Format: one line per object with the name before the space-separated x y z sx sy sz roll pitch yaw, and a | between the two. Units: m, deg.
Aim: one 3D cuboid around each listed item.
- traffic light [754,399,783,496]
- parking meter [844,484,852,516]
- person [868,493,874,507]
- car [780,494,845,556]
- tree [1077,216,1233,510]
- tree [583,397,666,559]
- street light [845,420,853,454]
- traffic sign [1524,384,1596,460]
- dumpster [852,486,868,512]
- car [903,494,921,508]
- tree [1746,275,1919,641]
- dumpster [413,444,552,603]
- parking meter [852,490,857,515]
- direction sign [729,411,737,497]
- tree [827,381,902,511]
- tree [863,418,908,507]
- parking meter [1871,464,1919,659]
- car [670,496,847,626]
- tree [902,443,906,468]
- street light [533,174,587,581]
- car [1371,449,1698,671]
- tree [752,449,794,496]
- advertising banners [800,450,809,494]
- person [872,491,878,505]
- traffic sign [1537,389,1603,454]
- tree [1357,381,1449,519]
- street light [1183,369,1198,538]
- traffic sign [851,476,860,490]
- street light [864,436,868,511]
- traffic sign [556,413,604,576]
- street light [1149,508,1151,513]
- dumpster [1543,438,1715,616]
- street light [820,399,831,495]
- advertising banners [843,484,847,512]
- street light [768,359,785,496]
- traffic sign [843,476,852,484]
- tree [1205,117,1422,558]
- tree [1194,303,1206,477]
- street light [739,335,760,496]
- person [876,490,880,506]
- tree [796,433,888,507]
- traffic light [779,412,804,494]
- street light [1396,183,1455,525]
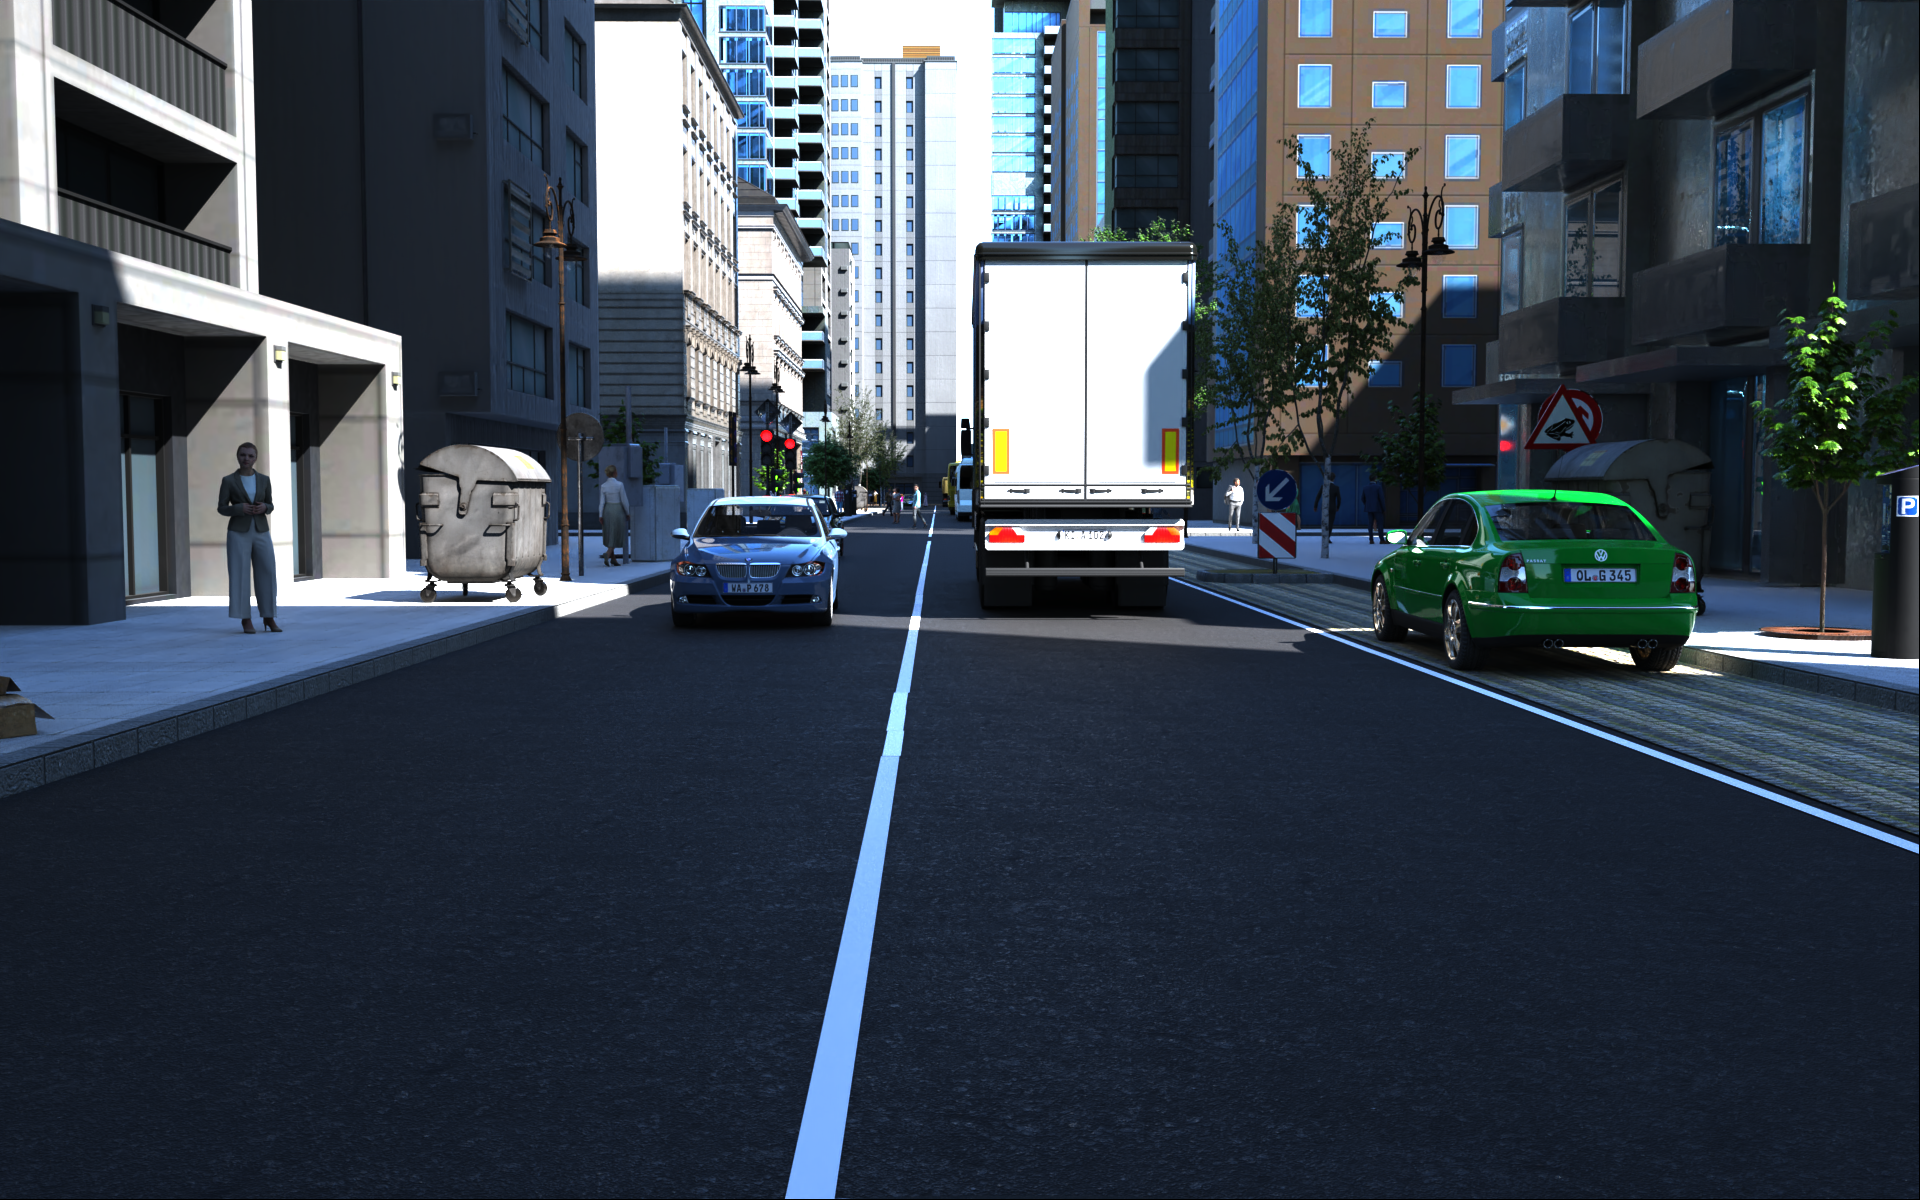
traffic light | -5.643 -3.799 51.030 0.839 4.253 0.868 0 4 -1
parking meter | -6.440 -5.749 99.709 0.399 1.863 0.255 3 4 36
person | -8.861 -9.968 172.213 0.799 1.438 0.628 2 4 26
car | -3.545 -1.777 38.835 2.009 1.686 4.222 0 4 -1
tree | 6.520 -8.583 66.088 9.928 11.665 9.643 0 3 0
tree | -6.861 -2.458 34.785 1.663 3.219 1.824 0 3 0
street light | -6.923 -8.321 108.832 0.468 5.910 1.993 0 4 -1
traffic sign | 7.133 -1.260 20.611 0.884 2.594 0.081 0 4 1
dumpster | -7.169 -7.119 122.148 1.264 1.857 1.865 0 4 -1
car | -5.027 -9.953 174.534 2.131 1.459 4.920 0 4 0
tree | 7.658 -1.276 15.472 1.663 3.219 1.824 0 3 0
dumpster | -5.787 -0.936 21.069 1.264 1.857 1.865 0 4 -1
parking meter | -6.518 -5.972 106.058 0.372 1.533 0.369 0 3 0
direction sign | -6.268 -3.415 47.824 0.379 3.537 0.876 0 4 4
tree | -6.908 -10.017 114.138 4.360 8.622 3.978 0 3 0
tree | -7.476 -13.343 168.519 4.737 8.622 4.395 0 3 0
parking meter | 7.367 -0.315 13.566 0.372 1.533 0.369 0 3 0
car | -2.323 -0.510 20.346 2.014 1.417 4.499 0 4 -3
tree | -8.329 -14.925 194.377 4.360 8.622 3.978 0 3 0
street light | -5.833 -3.220 25.437 0.468 5.910 1.993 0 4 -1
car | 4.902 -0.402 15.369 1.959 1.807 4.718 0 4 1
tree | -7.144 -4.402 66.572 1.663 3.219 1.824 0 3 0
advertising banners | -6.342 -4.544 70.490 0.090 3.025 2.074 0 4 3
person | -9.967 -12.003 203.018 1.217 1.736 0.721 1 4 15
traffic sign | 7.377 -1.280 21.028 0.768 2.556 0.104 0 4 6
tree | 7.929 -2.148 29.715 1.663 3.219 1.824 0 3 0
street light | 6.626 -4.767 50.727 0.468 5.910 1.993 0 4 -1
traffic sign | -6.589 -6.543 107.080 0.768 2.556 0.104 0 4 3
street light | -7.169 -9.820 133.347 0.468 5.910 1.993 0 4 -1
traffic sign | -5.942 -1.651 27.099 0.768 2.556 0.104 0 4 6
street light | 6.536 -5.320 59.765 0.468 5.910 1.993 0 4 -1
dumpster | 7.301 -0.806 18.931 1.264 1.857 1.865 0 4 -1
street light | -6.517 -6.802 84.007 0.468 5.910 1.993 0 4 -1
advertising banners | -6.780 -6.476 102.076 0.090 3.025 2.074 0 4 1
street light | -6.277 -5.303 59.492 0.468 5.910 1.993 0 4 -1
traffic sign | -7.030 -6.522 106.740 0.768 2.556 0.104 0 4 0
tree | 7.312 -5.156 34.666 4.737 8.622 4.395 0 3 0
tree | 7.700 -5.777 44.824 4.737 8.622 4.395 0 3 0
street light | -6.087 -4.743 50.339 0.468 5.910 1.993 0 4 -1
person | -8.680 -10.935 185.551 0.721 1.735 1.217 -2 4 -25
tree | -6.979 -6.574 91.190 4.285 4.588 4.351 0 3 0
traffic light | -5.745 -4.287 59.015 0.839 4.253 0.868 0 4 -1
street light | 6.994 -3.266 26.182 0.468 5.910 1.993 0 4 -1
